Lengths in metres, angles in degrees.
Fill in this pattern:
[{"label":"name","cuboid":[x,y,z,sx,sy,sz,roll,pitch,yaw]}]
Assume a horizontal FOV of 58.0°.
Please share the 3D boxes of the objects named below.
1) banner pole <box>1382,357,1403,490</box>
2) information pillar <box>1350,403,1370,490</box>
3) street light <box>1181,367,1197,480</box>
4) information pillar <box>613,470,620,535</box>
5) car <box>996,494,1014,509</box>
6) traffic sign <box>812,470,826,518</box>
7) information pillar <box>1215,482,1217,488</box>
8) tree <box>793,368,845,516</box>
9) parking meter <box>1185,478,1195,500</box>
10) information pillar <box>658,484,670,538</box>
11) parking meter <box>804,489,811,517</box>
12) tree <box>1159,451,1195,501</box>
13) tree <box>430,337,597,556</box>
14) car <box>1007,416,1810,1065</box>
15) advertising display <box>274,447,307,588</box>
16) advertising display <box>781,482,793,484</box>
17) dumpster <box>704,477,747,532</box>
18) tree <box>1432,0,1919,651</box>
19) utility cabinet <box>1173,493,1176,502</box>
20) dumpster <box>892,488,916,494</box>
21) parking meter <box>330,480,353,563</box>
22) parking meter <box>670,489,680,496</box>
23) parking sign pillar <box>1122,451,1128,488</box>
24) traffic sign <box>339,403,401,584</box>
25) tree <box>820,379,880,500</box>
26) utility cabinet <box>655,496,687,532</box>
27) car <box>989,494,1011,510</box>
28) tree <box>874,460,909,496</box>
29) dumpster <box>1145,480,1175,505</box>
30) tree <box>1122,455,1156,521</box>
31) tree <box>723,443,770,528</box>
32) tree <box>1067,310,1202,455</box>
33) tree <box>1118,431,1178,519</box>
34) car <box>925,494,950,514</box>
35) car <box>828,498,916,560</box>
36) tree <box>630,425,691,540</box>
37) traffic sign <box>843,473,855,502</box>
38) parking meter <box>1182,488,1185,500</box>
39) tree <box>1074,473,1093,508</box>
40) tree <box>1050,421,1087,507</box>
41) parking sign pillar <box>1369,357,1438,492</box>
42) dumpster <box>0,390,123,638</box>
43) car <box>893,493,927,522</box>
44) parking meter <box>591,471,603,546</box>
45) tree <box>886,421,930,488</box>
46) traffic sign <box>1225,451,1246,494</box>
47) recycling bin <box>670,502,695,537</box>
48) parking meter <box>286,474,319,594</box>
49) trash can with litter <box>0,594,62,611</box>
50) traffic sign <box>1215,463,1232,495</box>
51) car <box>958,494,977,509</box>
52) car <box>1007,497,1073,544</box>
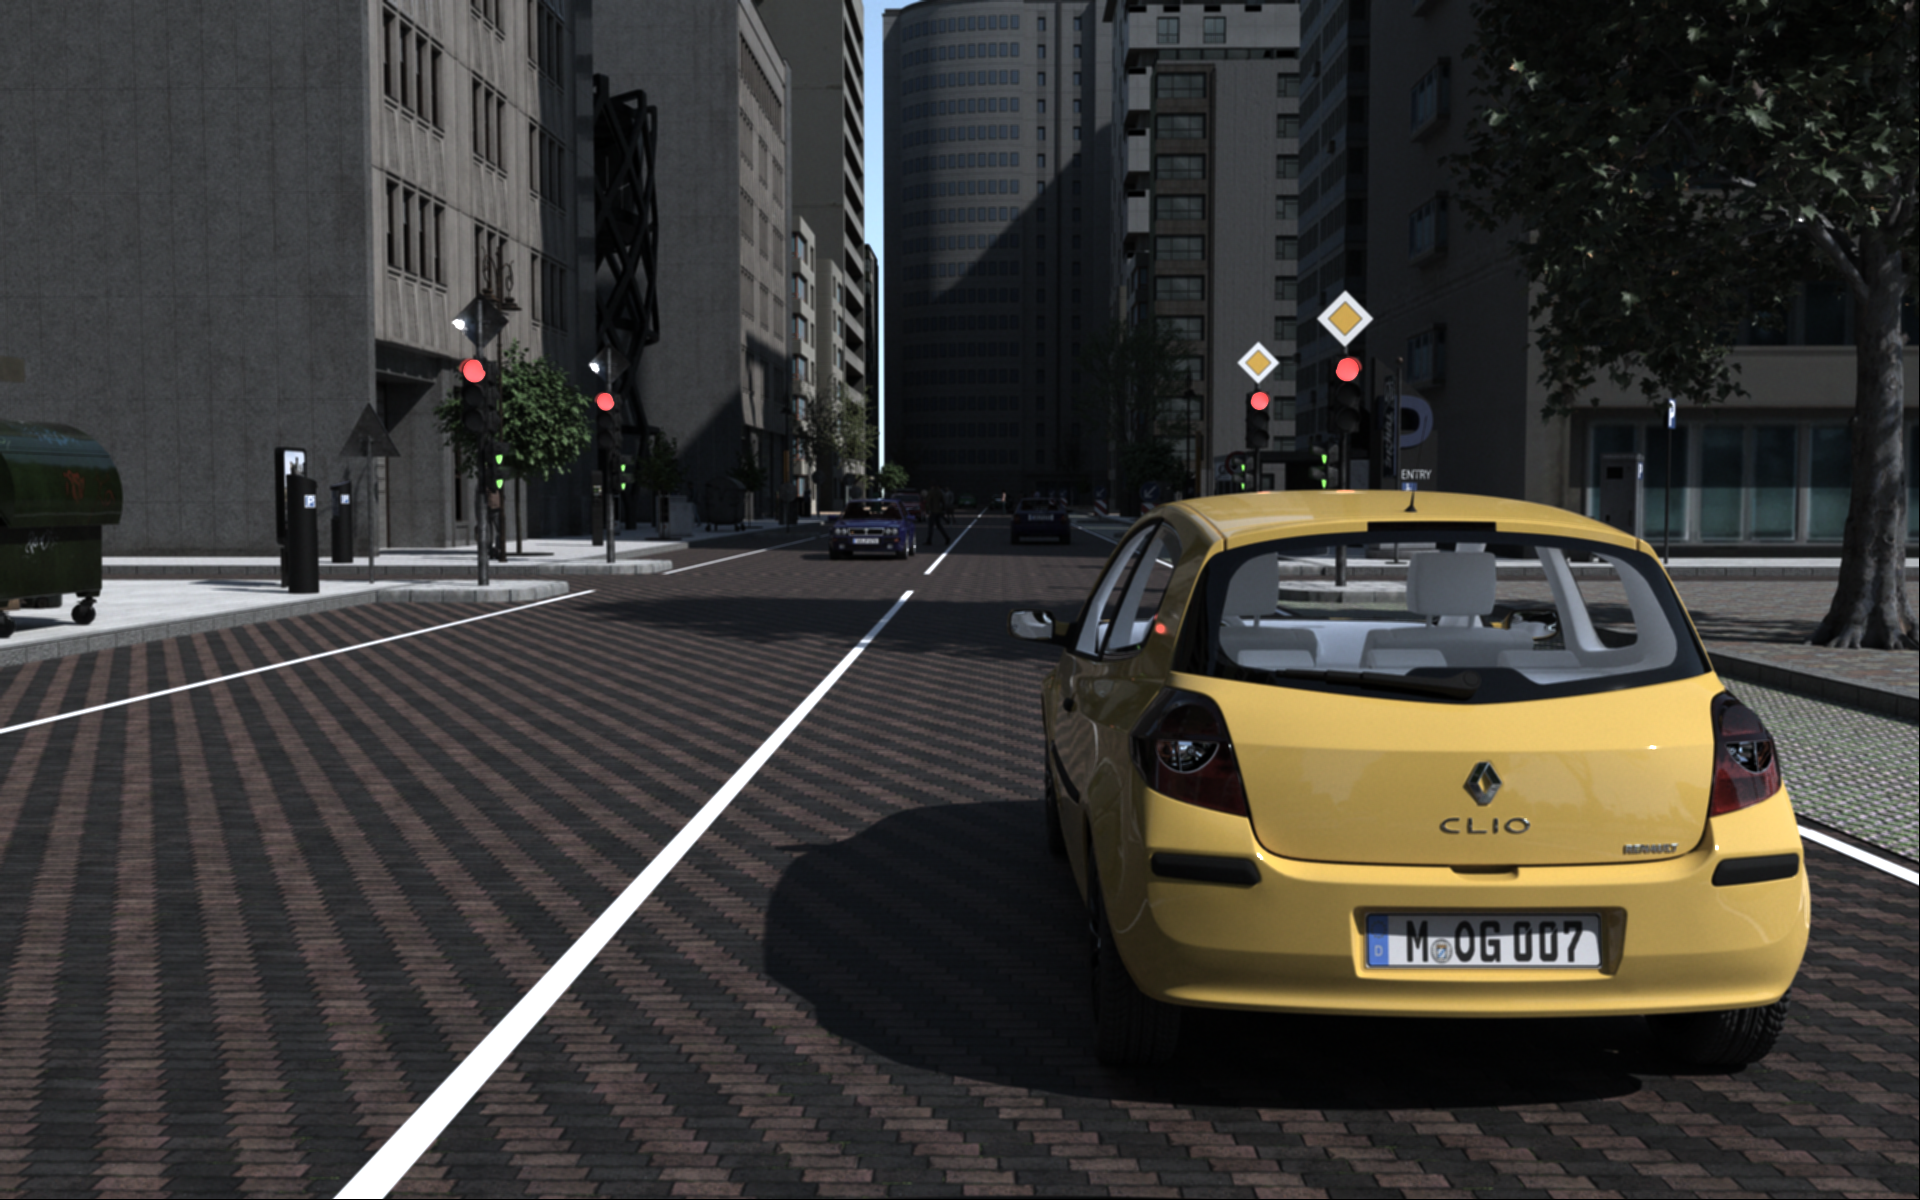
[{"label":"banner pole","cuboid":[7.988,-2.568,31.996,0.401,3.779,0.863,-1,4,-11]},{"label":"information pillar","cuboid":[9.617,-3.079,41.700,0.504,3.616,0.183,3,4,38]},{"label":"street light","cuboid":[8.335,-5.529,63.189,0.468,5.910,1.993,0,4,1]},{"label":"information pillar","cuboid":[-10.778,-3.022,53.900,0.304,2.012,0.304,-2,4,-33]},{"label":"car","cuboid":[4.407,-9.954,172.529,2.009,1.686,4.222,0,4,1]},{"label":"traffic sign","cuboid":[-7.511,-5.626,92.093,0.768,2.556,0.104,0,4,5]},{"label":"information pillar","cuboid":[15.157,-5.948,101.745,0.304,2.012,0.304,2,4,30]},{"label":"tree","cuboid":[-8.418,-9.147,99.920,4.360,8.622,3.978,0,3,0]},{"label":"parking meter","cuboid":[8.002,-3.324,60.056,0.399,1.863,0.255,1,4,13]},{"label":"information pillar","cuboid":[-8.548,-2.786,50.036,0.304,2.012,0.304,-1,4,-13]},{"label":"parking meter","cuboid":[-8.406,-5.326,95.485,0.372,1.533,0.369,0,3,0]},{"label":"tree","cuboid":[9.716,-5.009,76.491,1.663,3.219,1.824,0,3,0]},{"label":"tree","cuboid":[-9.316,-3.219,36.344,4.285,4.588,4.351,0,3,0]},{"label":"car","cuboid":[1.178,0.272,5.778,2.015,1.641,3.980,0,4,0]},{"label":"advertising display","cuboid":[-9.292,-1.155,24.099,0.123,1.923,0.974,0,4,-3]},{"label":"advertising display","cuboid":[-8.964,-5.175,89.826,0.123,1.923,0.974,2,4,26]},{"label":"dumpster","cuboid":[-8.088,-3.297,59.670,1.264,1.857,1.865,0,4,1]},{"label":"tree","cuboid":[7.798,-5.959,14.446,9.611,12.733,9.660,0,3,0]},{"label":"utility cabinet","cuboid":[9.542,-4.438,81.243,1.173,1.500,0.318,1,4,18]},{"label":"dumpster","cuboid":[-4.128,-7.336,128.160,1.865,1.857,1.264,0,4,1]},{"label":"parking meter","cuboid":[-11.507,-1.457,32.228,0.372,1.533,0.369,0,3,0]},{"label":"parking meter","cuboid":[-10.386,-3.341,63.031,0.372,1.533,0.369,0,3,0]},{"label":"parking sign pillar","cuboid":[10.567,-7.178,105.825,1.447,3.967,1.447,2,4,30]},{"label":"traffic sign","cuboid":[-8.438,-1.515,24.772,0.884,2.594,0.081,0,4,2]},{"label":"tree","cuboid":[-6.895,-9.777,110.223,4.737,8.622,4.395,0,3,0]},{"label":"utility cabinet","cuboid":[-9.679,-2.871,58.106,1.020,1.237,0.306,0,4,4]},{"label":"car","cuboid":[3.682,-9.070,160.098,2.131,1.459,4.920,0,4,3]},{"label":"tree","cuboid":[-6.482,-11.088,164.995,4.285,4.588,4.351,0,3,0]},{"label":"dumpster","cuboid":[8.587,-4.208,74.562,1.264,1.857,1.865,0,4,1]},{"label":"tree","cuboid":[8.863,-5.483,84.248,1.663,3.219,1.824,0,3,0]},{"label":"tree","cuboid":[-7.873,-4.315,65.145,1.663,3.219,1.824,0,3,0]},{"label":"tree","cuboid":[9.976,-10.602,99.104,9.928,11.665,9.643,0,3,0]},{"label":"tree","cuboid":[9.883,-6.525,90.392,4.285,4.588,4.351,0,3,0]},{"label":"car","cuboid":[-1.563,-7.299,128.130,1.959,1.807,4.718,0,4,1]},{"label":"car","cuboid":[-1.948,-1.619,39.050,1.945,1.354,3.894,0,4,2]},{"label":"tree","cuboid":[-8.210,-3.293,48.447,1.663,3.219,1.824,0,3,0]},{"label":"traffic sign","cuboid":[-6.782,-6.470,105.889,0.768,2.556,0.104,0,4,4]},{"label":"parking meter","cuboid":[8.796,-3.596,67.199,0.372,1.533,0.369,0,3,0]},{"label":"tree","cuboid":[11.273,-9.975,157.697,1.663,3.219,1.824,0,3,0]},{"label":"tree","cuboid":[11.186,-13.671,173.877,4.360,8.622,3.978,0,3,0]},{"label":"parking sign pillar","cuboid":[8.788,-2.803,34.309,1.447,3.967,1.447,-1,4,-19]},{"label":"dumpster","cuboid":[-9.002,-0.833,16.115,1.502,2.255,1.985,0,4,1]},{"label":"car","cuboid":[-2.729,-4.923,89.523,2.155,1.783,4.494,0,4,3]},{"label":"parking meter","cuboid":[-8.976,-2.273,42.870,0.255,1.863,0.399,-1,4,-15]},{"label":"tree","cuboid":[-5.439,-13.647,173.486,4.360,8.622,3.978,0,3,0]},{"label":"traffic sign","cuboid":[8.205,-3.124,51.187,0.768,2.556,0.104,0,4,4]},{"label":"recycling bin","cuboid":[-8.405,-2.426,52.218,0.722,1.027,0.722,0,4,-1]},{"label":"parking meter","cuboid":[-8.508,-0.856,22.415,0.372,1.533,0.369,0,3,0]},{"label":"trash can with litter","cuboid":[-10.435,-0.485,19.312,0.624,1.170,1.055,1,4,19]},{"label":"traffic sign","cuboid":[8.391,-3.239,55.083,0.606,2.300,0.079,1,4,10]},{"label":"car","cuboid":[0.739,-9.956,171.573,1.959,1.807,4.718,0,4,1]},{"label":"car","cuboid":[2.344,-2.337,50.785,1.945,1.354,3.894,0,4,2]}]
